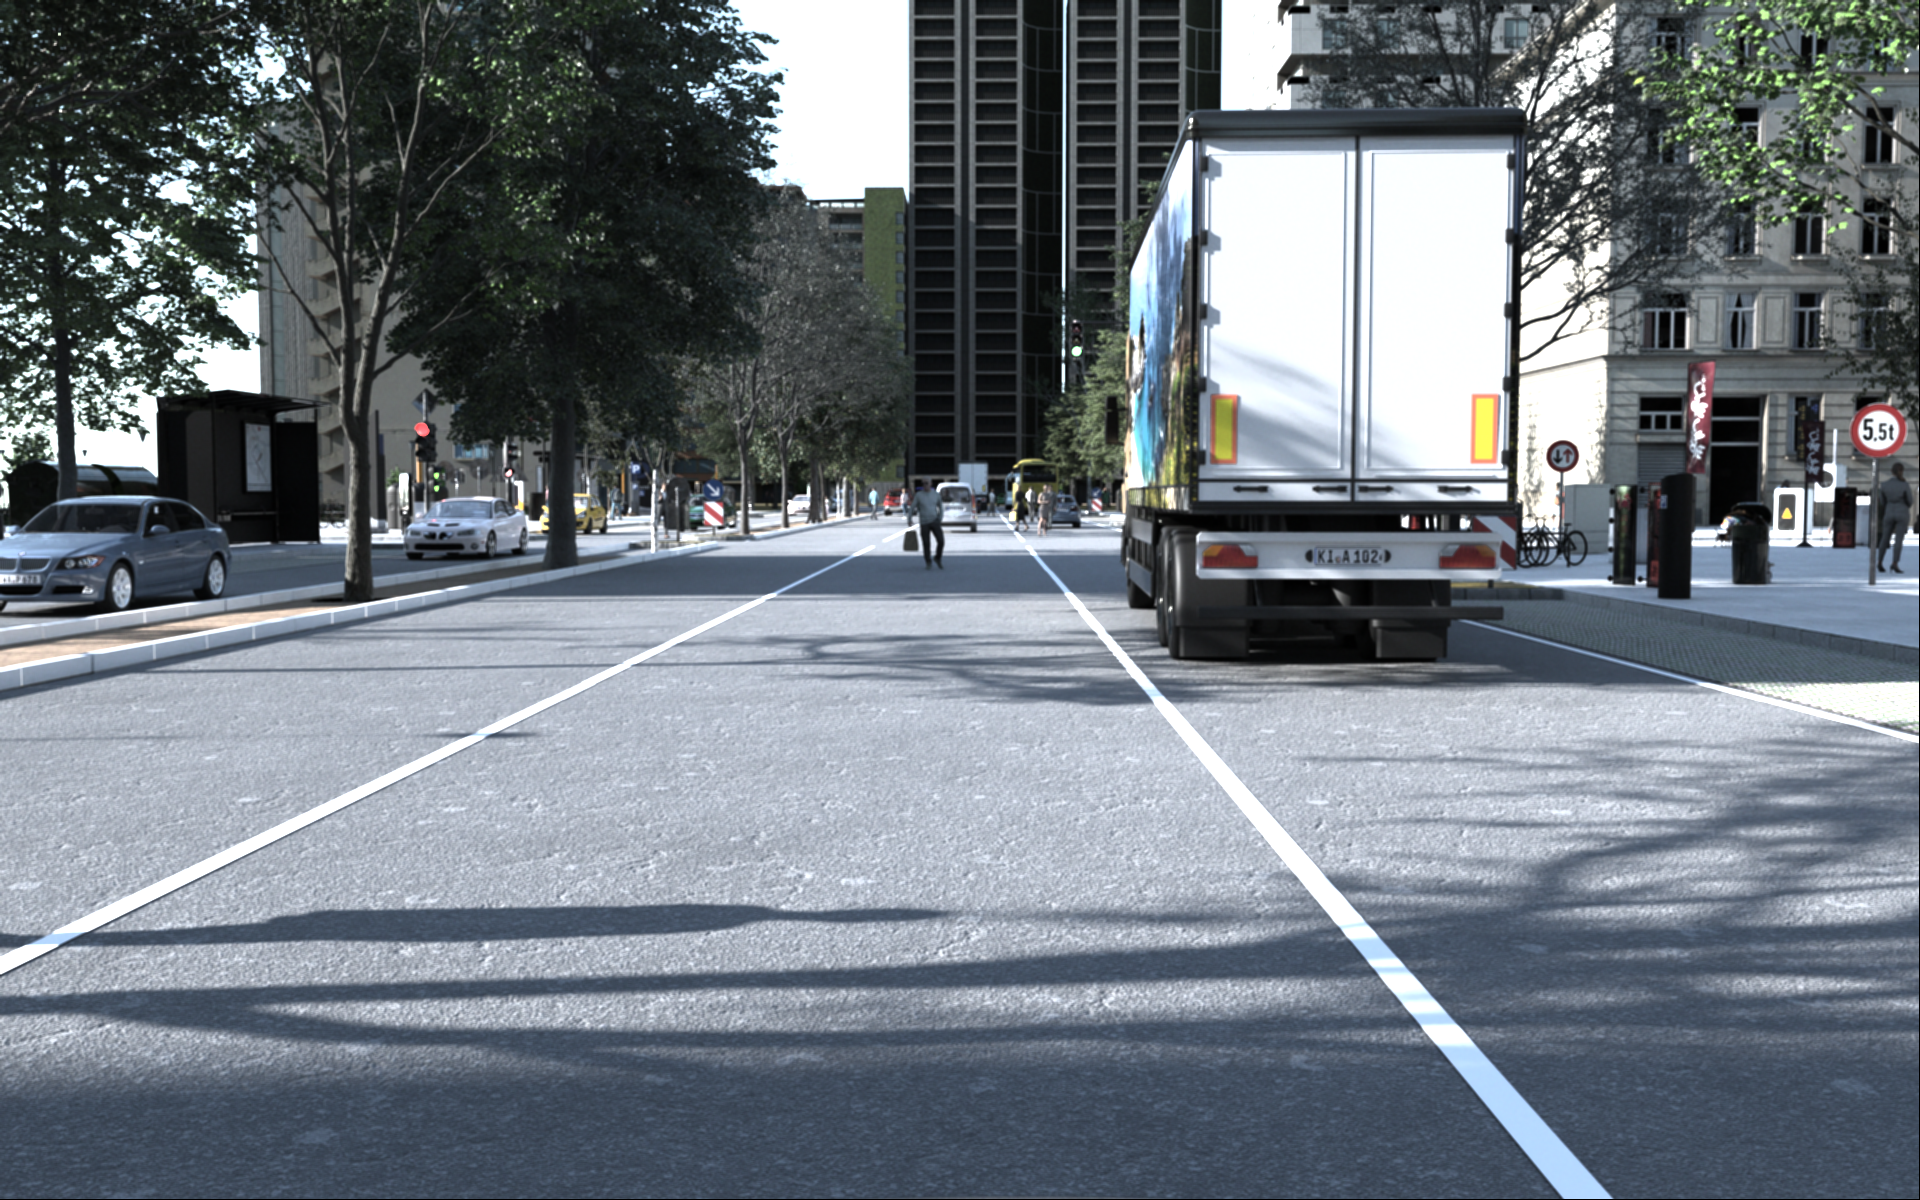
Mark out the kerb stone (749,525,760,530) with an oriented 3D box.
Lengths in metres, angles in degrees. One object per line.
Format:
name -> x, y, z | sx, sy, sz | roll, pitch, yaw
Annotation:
kerb stone -> -8.365, -2.944, 70.343 | 0.120, 0.150, 1.000 | 0, 4, 1

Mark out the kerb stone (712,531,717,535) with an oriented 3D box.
kerb stone -> -8.513, -2.256, 59.077 | 0.120, 0.150, 1.000 | 0, 4, 1

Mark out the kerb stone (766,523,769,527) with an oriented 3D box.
kerb stone -> -8.331, -3.133, 73.412 | 0.120, 0.150, 1.000 | 0, 4, 1

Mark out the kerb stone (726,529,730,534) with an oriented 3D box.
kerb stone -> -8.473, -2.444, 62.149 | 0.120, 0.150, 1.000 | 0, 4, 1

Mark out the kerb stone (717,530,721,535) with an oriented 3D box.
kerb stone -> -8.501, -2.318, 60.100 | 0.120, 0.150, 1.000 | 0, 4, 1

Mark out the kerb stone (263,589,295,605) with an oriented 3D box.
kerb stone -> -8.984, -0.028, 22.647 | 0.120, 0.150, 1.000 | 0, 4, 1

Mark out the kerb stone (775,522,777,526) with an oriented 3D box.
kerb stone -> -8.293, -3.318, 76.483 | 0.120, 0.150, 1.000 | 0, 4, 1

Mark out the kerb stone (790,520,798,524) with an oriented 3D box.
kerb stone -> -8.179, -3.821, 84.663 | 0.120, 0.150, 1.000 | 0, 4, 1

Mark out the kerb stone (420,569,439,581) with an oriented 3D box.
kerb stone -> -8.915, -0.396, 28.790 | 0.120, 0.150, 1.000 | 0, 4, 1

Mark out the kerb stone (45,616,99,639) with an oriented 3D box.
kerb stone -> -9.045, 0.294, 17.509 | 0.120, 0.150, 1.000 | 0, 4, 1

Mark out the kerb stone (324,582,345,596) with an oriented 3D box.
kerb stone -> -8.963, -0.153, 24.696 | 0.120, 0.150, 1.000 | 0, 4, 1

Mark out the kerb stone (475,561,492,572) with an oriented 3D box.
kerb stone -> -8.868, -0.591, 31.863 | 0.120, 0.150, 1.000 | 0, 4, 1

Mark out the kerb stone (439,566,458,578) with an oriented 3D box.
kerb stone -> -8.888, -0.466, 29.811 | 0.120, 0.150, 1.000 | 0, 4, 1

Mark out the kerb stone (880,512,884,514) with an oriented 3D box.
kerb stone -> -5.596, -6.067, 121.523 | 0.120, 0.150, 1.000 | 0, 4, 1

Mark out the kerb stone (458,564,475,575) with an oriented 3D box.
kerb stone -> -8.880, -0.528, 30.835 | 0.120, 0.150, 1.000 | 0, 4, 1

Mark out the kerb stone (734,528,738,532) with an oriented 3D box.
kerb stone -> -8.451, -2.566, 64.198 | 0.120, 0.150, 1.000 | 0, 4, 1

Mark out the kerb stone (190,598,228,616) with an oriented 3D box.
kerb stone -> -9.023, 0.097, 20.604 | 0.120, 0.150, 1.000 | 0, 4, 1

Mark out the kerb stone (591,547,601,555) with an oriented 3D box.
kerb stone -> -8.747, -1.156, 41.095 | 0.120, 0.150, 1.000 | 0, 4, 1

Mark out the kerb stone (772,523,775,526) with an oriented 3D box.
kerb stone -> -8.299, -3.257, 75.459 | 0.120, 0.150, 1.000 | 0, 4, 1

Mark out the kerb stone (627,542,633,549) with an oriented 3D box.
kerb stone -> -8.703, -1.402, 45.196 | 0.120, 0.150, 1.000 | 0, 4, 1

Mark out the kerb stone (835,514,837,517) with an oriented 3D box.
kerb stone -> -7.888, -5.198, 107.232 | 0.120, 0.150, 1.000 | 0, 4, 1

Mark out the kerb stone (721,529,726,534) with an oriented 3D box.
kerb stone -> -8.491, -2.381, 61.122 | 0.120, 0.150, 1.000 | 0, 4, 1

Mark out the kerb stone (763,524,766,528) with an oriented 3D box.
kerb stone -> -8.334, -3.063, 72.390 | 0.120, 0.150, 1.000 | 0, 4, 1

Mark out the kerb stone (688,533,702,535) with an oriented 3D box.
kerb stone -> -8.556, -2.066, 55.992 | 0.120, 0.150, 1.000 | 0, 4, 1

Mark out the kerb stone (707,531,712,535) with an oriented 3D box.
kerb stone -> -8.530, -2.188, 58.045 | 0.120, 0.150, 1.000 | 0, 4, 1

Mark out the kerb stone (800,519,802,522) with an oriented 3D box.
kerb stone -> -8.166, -3.942, 86.708 | 0.120, 0.150, 1.000 | 0, 4, 1

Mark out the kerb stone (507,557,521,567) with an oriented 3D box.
kerb stone -> -8.844, -0.717, 33.920 | 0.120, 0.150, 1.000 | 0, 4, 1

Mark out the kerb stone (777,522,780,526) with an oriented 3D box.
kerb stone -> -8.272, -3.382, 77.505 | 0.120, 0.150, 1.000 | 0, 4, 1

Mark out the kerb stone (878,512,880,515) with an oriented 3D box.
kerb stone -> -5.663, -5.823, 117.432 | 0.120, 0.150, 1.000 | 0, 4, 1

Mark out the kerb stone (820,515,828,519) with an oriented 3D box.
kerb stone -> -7.963, -4.823, 101.060 | 0.120, 0.150, 1.000 | 0, 4, 1

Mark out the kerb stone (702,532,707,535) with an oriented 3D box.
kerb stone -> -8.538, -2.130, 57.022 | 0.120, 0.150, 1.000 | 0, 4, 1

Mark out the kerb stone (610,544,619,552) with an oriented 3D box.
kerb stone -> -8.724, -1.282, 43.152 | 0.120, 0.150, 1.000 | 0, 4, 1

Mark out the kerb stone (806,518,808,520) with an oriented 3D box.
kerb stone -> -8.107, -4.127, 89.781 | 0.120, 0.150, 1.000 | 0, 4, 1

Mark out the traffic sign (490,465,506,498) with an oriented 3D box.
traffic sign -> -20.385, -4.689, 76.673 | 0.884, 2.594, 0.081 | 0, 4, 4

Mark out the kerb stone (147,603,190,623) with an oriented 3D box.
kerb stone -> -9.028, 0.160, 19.577 | 0.120, 0.150, 1.000 | 0, 4, 1

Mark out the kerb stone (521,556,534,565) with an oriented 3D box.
kerb stone -> -8.830, -0.780, 34.951 | 0.120, 0.150, 1.000 | 0, 4, 1

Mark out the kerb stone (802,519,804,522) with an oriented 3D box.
kerb stone -> -8.142, -4.007, 87.730 | 0.120, 0.150, 1.000 | 0, 4, 1

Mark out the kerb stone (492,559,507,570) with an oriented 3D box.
kerb stone -> -8.855, -0.654, 32.889 | 0.120, 0.150, 1.000 | 0, 4, 1

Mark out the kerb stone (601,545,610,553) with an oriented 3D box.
kerb stone -> -8.737, -1.219, 42.120 | 0.120, 0.150, 1.000 | 0, 4, 1

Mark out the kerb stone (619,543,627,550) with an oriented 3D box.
kerb stone -> -8.708, -1.341, 44.174 | 0.120, 0.150, 1.000 | 0, 4, 1

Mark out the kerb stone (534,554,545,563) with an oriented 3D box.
kerb stone -> -8.825, -0.840, 35.974 | 0.120, 0.150, 1.000 | 0, 4, 1

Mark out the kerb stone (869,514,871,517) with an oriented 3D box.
kerb stone -> -5.783, -5.256, 108.210 | 0.120, 0.150, 1.000 | 0, 4, 1

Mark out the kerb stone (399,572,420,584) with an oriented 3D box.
kerb stone -> -8.924, -0.341, 27.767 | 0.120, 0.150, 1.000 | 0, 4, 1

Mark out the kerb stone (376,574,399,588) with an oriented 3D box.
kerb stone -> -8.935, -0.278, 26.740 | 0.120, 0.150, 1.000 | 0, 4, 1

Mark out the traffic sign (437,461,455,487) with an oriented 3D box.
traffic sign -> -19.747, -4.056, 66.423 | 0.768, 2.556, 0.104 | 0, 4, 7

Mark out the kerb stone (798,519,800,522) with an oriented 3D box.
kerb stone -> -8.173, -3.883, 85.686 | 0.120, 0.150, 1.000 | 0, 4, 1

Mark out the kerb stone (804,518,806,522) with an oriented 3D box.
kerb stone -> -8.127, -4.068, 88.752 | 0.120, 0.150, 1.000 | 0, 4, 1

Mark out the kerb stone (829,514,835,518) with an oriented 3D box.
kerb stone -> -7.901, -5.138, 106.204 | 0.120, 0.150, 1.000 | 0, 4, 1

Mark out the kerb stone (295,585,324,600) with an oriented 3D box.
kerb stone -> -8.973, -0.089, 23.673 | 0.120, 0.150, 1.000 | 0, 4, 1

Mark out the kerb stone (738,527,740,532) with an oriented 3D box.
kerb stone -> -8.438, -2.627, 65.229 | 0.120, 0.150, 1.000 | 0, 4, 1

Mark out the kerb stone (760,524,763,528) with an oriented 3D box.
kerb stone -> -8.353, -3.007, 71.365 | 0.120, 0.150, 1.000 | 0, 4, 1

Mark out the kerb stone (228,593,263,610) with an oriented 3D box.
kerb stone -> -9.000, 0.039, 21.626 | 0.120, 0.150, 1.000 | 0, 4, 1

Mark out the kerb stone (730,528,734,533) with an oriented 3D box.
kerb stone -> -8.459, -2.505, 63.176 | 0.120, 0.150, 1.000 | 0, 4, 1

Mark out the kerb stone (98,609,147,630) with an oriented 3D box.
kerb stone -> -9.036, 0.223, 18.542 | 0.120, 0.150, 1.000 | 0, 4, 1

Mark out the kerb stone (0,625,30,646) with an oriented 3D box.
kerb stone -> -9.068, 0.350, 16.480 | 0.120, 0.150, 1.000 | 0, 4, 1

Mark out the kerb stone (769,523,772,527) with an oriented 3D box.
kerb stone -> -8.321, -3.194, 74.437 | 0.120, 0.150, 1.000 | 0, 4, 1

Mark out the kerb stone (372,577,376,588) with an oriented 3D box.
kerb stone -> -8.944, -0.215, 25.718 | 0.120, 0.150, 1.000 | 0, 4, 1

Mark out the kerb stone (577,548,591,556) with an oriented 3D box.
kerb stone -> -8.760, -1.091, 40.073 | 0.120, 0.150, 1.000 | 0, 4, 1
